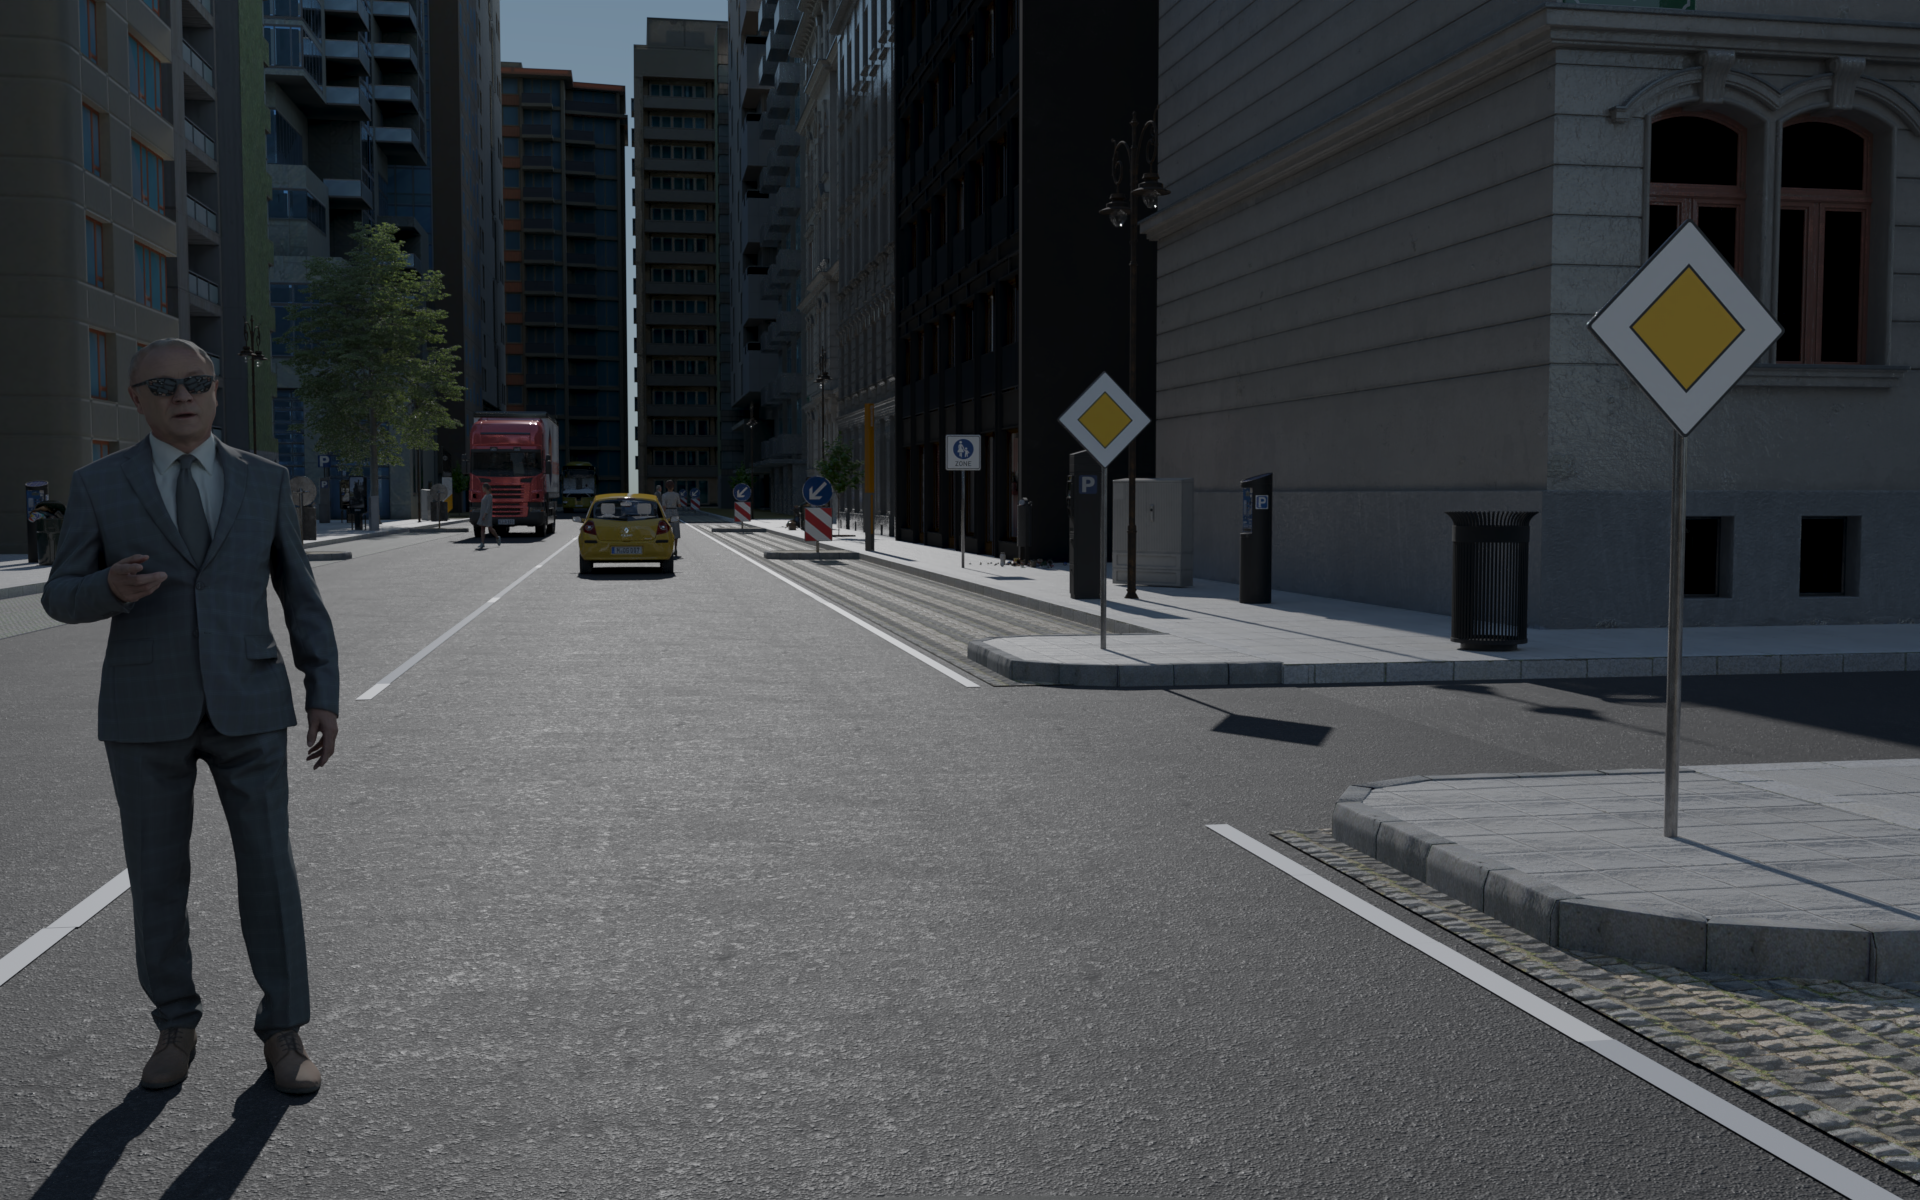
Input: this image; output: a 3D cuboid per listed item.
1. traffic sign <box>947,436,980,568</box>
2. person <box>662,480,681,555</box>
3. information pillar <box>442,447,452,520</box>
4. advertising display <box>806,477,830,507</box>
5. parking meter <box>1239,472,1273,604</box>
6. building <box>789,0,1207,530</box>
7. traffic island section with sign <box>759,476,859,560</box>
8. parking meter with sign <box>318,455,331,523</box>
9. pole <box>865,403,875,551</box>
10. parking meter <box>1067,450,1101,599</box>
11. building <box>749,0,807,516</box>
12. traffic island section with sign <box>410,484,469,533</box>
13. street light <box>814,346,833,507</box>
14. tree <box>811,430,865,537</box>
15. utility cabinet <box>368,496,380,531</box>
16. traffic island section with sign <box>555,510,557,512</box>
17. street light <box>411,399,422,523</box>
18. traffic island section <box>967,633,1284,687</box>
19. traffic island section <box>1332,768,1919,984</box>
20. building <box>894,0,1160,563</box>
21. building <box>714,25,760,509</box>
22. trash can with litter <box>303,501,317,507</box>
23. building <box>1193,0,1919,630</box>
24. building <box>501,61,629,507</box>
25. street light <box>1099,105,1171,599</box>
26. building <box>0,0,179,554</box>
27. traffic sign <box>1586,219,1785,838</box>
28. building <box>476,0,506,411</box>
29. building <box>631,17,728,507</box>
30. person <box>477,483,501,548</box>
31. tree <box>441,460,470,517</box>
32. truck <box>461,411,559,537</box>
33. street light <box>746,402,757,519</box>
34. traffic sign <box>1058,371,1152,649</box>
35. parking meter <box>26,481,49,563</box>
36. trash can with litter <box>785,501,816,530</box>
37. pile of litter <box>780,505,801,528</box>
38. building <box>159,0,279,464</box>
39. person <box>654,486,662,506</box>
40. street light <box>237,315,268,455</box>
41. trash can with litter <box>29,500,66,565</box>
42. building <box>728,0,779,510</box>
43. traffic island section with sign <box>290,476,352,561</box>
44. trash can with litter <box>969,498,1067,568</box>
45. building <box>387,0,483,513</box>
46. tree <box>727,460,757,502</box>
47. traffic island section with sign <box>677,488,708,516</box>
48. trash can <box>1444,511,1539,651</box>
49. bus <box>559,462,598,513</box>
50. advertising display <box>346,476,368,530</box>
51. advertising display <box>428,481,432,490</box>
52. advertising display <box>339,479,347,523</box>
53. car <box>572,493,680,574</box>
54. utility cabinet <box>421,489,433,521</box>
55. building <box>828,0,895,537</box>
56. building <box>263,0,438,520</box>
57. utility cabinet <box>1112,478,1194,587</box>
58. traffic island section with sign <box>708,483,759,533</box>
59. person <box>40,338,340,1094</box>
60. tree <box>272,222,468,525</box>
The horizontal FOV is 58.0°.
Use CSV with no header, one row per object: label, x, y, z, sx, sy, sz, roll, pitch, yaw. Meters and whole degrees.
traffic sign,0.051,-1.705,30.005,0.606,2.300,0.079,-1,4,-9
person,-6.796,-1.935,40.702,0.480,1.755,0.524,-2,4,-26
information pillar,-25.386,-5.769,85.679,0.504,3.616,0.183,-3,5,-40
advertising display,-5.321,-3.656,64.985,0.974,1.923,0.123,1,4,23
parking meter,3.475,-0.729,20.332,0.372,1.533,0.369,0,3,0
building,0.245,-17.770,77.929,14.401,28.519,23.554,-1,4,-11
traffic island section with sign,-3.346,-1.829,38.530,1.989,1.847,2.006,-1,4,-11
parking meter with sign,-28.217,-4.929,76.854,0.543,3.016,1.738,-1,4,-18
pole,-2.038,-2.764,39.029,0.158,3.312,0.155,0,3,0
parking meter,1.520,-0.945,21.170,0.399,1.863,0.255,-1,4,-9
building,-0.757,-29.844,107.557,23.786,49.044,30.456,-1,4,-11
traffic island section with sign,-19.415,-3.426,64.648,1.989,1.847,2.006,-1,4,-11
street light,-4.275,-4.973,54.104,0.468,5.910,1.993,-1,4,-11
tree,-3.516,-3.517,52.099,1.663,3.219,1.824,0,3,0
utility cabinet,-20.635,-3.045,60.952,0.306,1.237,1.020,-1,4,-23
traffic island section with sign,-33.565,-8.027,139.870,1.989,1.847,2.006,-1,4,-11
street light,-24.369,-6.429,77.908,0.468,5.910,1.993,-1,4,-11
traffic island section,1.205,0.485,14.354,2.009,0.180,2.903,-1,4,-11
traffic island section,2.680,0.965,6.506,2.009,0.180,2.903,-1,4,-11
building,5.719,-12.879,40.250,12.332,23.373,15.834,-1,4,-11
building,-14.974,-28.904,156.175,14.154,41.232,14.086,-1,4,-11
trash can with litter,-24.503,-3.278,64.984,0.624,1.170,1.055,-1,4,-16
building,15.266,-14.450,23.649,23.554,28.519,14.401,-1,4,-11
building,-48.603,-32.010,177.991,28.867,44.769,22.147,-1,4,-11
street light,2.109,-2.956,21.123,0.468,5.910,1.993,-1,4,-11
building,-31.503,-11.227,28.600,27.650,21.520,28.899,-1,4,-11
traffic sign,2.659,-0.170,6.424,0.795,2.450,0.064,-1,4,-11
building,-51.860,-33.824,142.256,27.495,52.752,28.713,-1,4,-11
building,-23.435,-34.163,182.259,21.600,48.544,21.300,-1,4,-11
person,-12.720,-2.288,46.653,0.466,1.731,0.760,2,4,25
tree,-28.738,-6.374,98.810,1.663,3.219,1.824,0,3,0
truck,-15.641,-4.413,61.062,2.839,4.237,11.283,-1,4,-10
street light,-10.480,-7.005,87.318,0.468,5.910,1.993,-1,4,-11
traffic sign,1.183,-0.650,14.272,0.795,2.450,0.064,-1,4,-11
parking meter,-17.251,-1.467,32.404,0.372,1.533,0.369,0,3,0
trash can with litter,-5.648,-3.052,61.285,1.055,1.170,0.624,-1,4,-15
pile of litter,-6.191,-3.220,66.611,1.719,0.858,1.176,1,4,22
building,-32.148,-22.917,58.291,14.154,41.232,14.086,-1,4,-11
person,-12.125,-3.736,69.987,0.834,1.777,0.661,-2,4,-31
street light,-18.274,-4.409,44.869,0.468,5.910,1.993,-1,4,-11
trash can with litter,-16.497,-1.221,31.345,0.624,1.170,1.055,-2,4,-28
building,-3.961,-33.458,136.270,28.713,52.752,27.495,-1,4,-11
traffic island section with sign,-14.335,-1.773,37.621,1.989,1.847,2.006,-1,4,-11
trash can with litter,1.112,-1.208,30.812,1.678,1.210,2.233,-1,4,-8
building,-41.392,-28.816,121.252,14.600,45.320,14.200,-1,4,-11
tree,-12.562,-6.399,99.231,1.663,3.219,1.824,0,3,0
traffic island section with sign,-17.716,-6.504,114.973,1.989,1.847,2.006,-1,4,-11
trash can,4.375,-0.162,14.301,0.748,1.137,0.748,0,3,0
bus,-29.621,-8.768,134.898,2.896,3.916,12.252,-1,4,-11
advertising display,-21.418,-3.452,61.647,0.974,1.923,0.123,3,5,39
advertising display,-25.905,-4.862,84.711,0.123,1.923,0.974,-1,4,-13
advertising display,-27.034,-4.379,76.810,0.123,1.923,0.974,3,5,40
car,-6.272,-1.366,32.553,2.015,1.641,3.980,-1,4,-11
utility cabinet,-25.582,-4.556,83.177,0.318,1.500,1.173,0,4,-5
building,1.579,-12.717,57.073,9.793,20.994,18.267,-1,4,-11
building,-41.249,-47.975,97.070,22.319,86.520,31.000,-1,4,-11
utility cabinet,2.667,-0.940,24.049,1.173,1.500,0.318,3,5,43
traffic island section with sign,-8.330,-3.451,65.054,1.989,1.847,2.006,-1,4,-11
person,-1.817,0.277,4.148,0.661,1.801,0.590,-2,4,-29
tree,-24.479,-9.422,72.182,7.486,12.596,7.792,0,3,0
